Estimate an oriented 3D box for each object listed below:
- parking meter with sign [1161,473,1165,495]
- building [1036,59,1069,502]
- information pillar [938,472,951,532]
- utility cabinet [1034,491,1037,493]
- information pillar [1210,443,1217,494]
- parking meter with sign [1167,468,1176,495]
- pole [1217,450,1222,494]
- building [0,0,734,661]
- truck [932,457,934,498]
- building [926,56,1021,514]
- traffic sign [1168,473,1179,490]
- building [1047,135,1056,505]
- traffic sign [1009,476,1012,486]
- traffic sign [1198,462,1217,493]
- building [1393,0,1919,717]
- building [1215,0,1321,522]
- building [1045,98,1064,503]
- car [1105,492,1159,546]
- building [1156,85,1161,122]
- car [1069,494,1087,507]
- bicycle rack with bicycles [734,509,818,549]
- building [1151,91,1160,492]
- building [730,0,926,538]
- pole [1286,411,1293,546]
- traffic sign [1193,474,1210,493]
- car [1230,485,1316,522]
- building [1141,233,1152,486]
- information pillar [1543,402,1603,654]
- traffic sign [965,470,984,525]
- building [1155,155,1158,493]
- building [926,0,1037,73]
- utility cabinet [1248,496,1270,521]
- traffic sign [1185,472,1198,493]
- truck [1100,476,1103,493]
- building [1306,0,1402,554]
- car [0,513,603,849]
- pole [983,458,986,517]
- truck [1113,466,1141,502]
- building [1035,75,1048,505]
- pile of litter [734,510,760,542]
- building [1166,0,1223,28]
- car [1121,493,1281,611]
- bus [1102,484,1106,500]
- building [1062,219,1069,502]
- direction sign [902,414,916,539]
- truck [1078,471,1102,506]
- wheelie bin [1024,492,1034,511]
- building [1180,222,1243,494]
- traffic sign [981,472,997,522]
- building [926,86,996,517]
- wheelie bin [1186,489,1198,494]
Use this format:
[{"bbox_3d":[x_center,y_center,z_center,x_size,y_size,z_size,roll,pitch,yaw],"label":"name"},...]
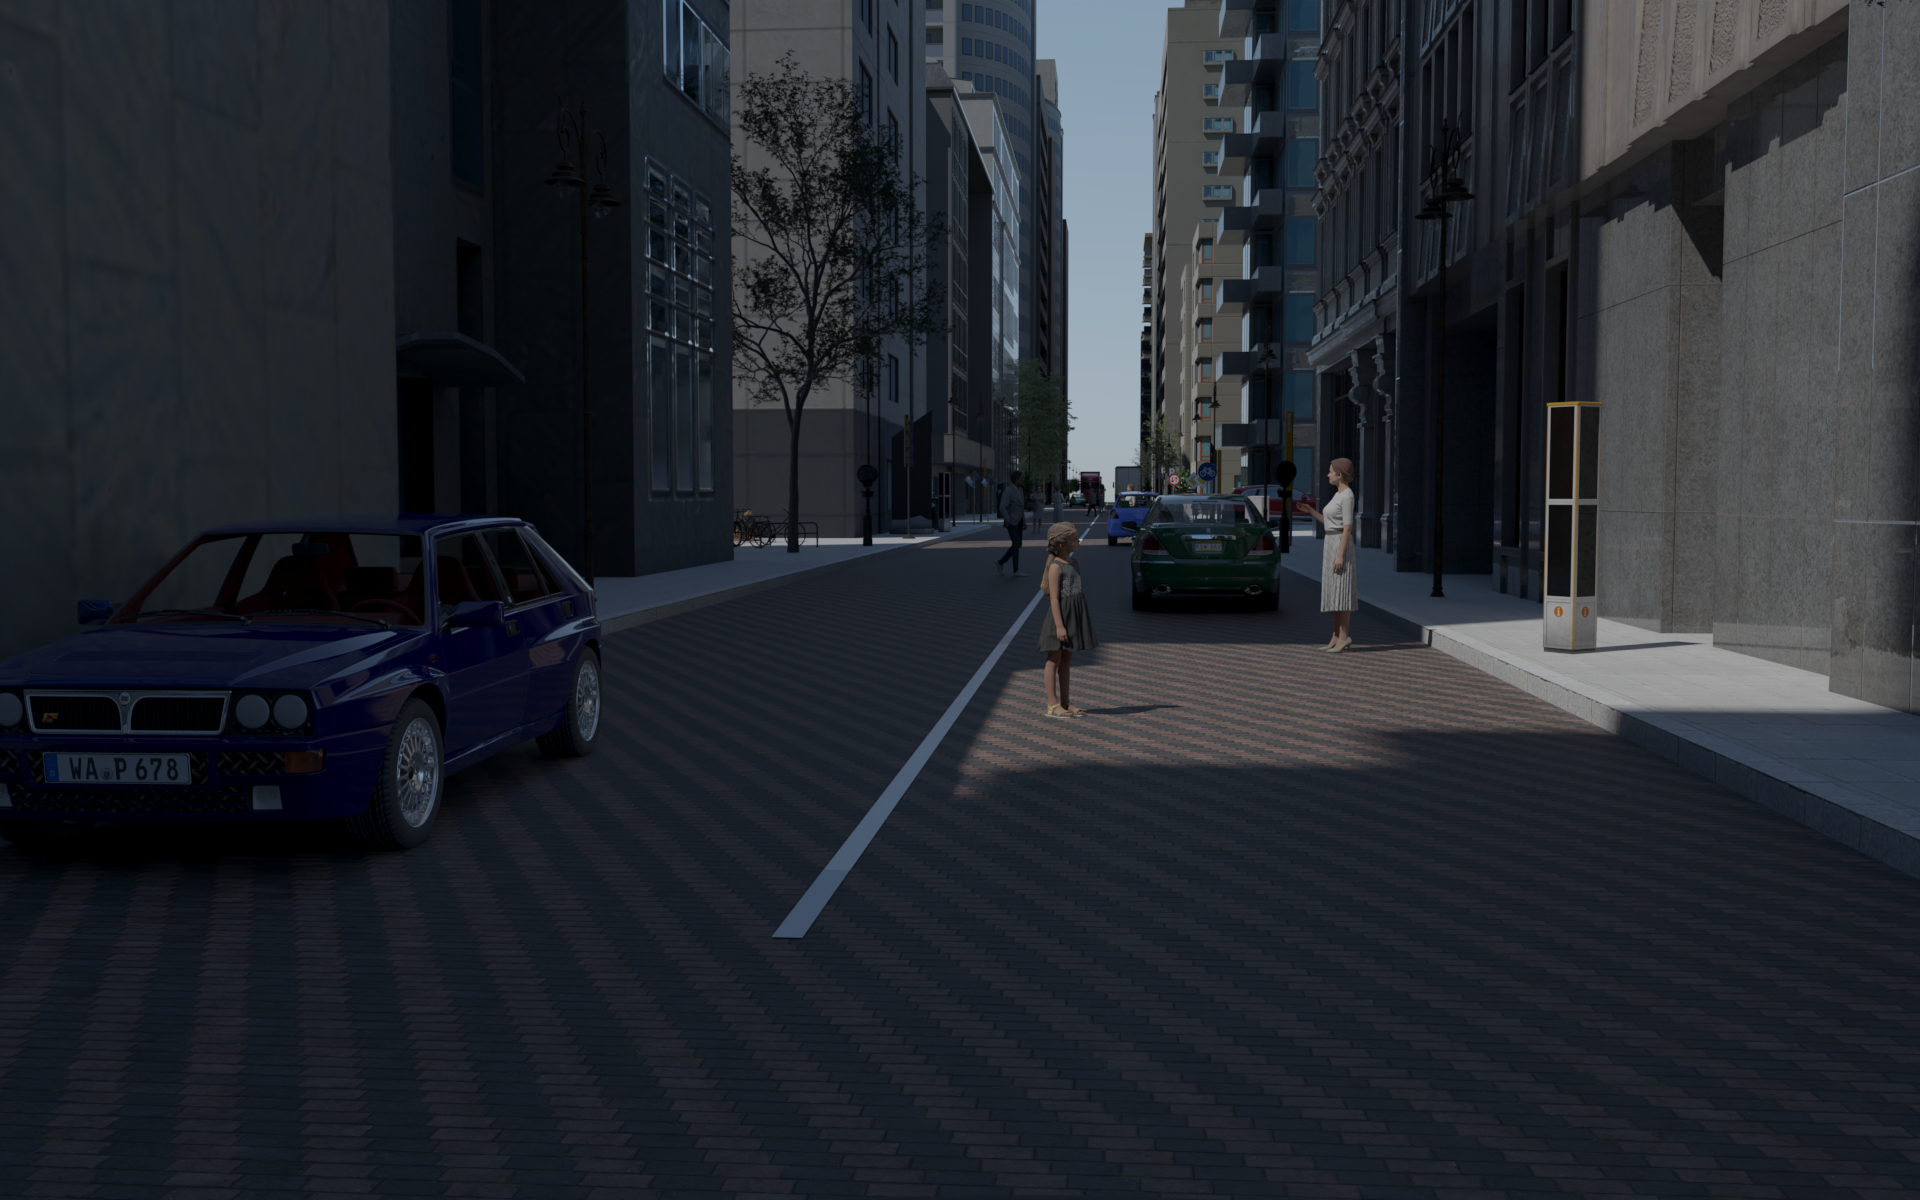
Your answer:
[{"bbox_3d":[17.579,-9.003,143.458,1.738,3.016,0.543,-1,4,-20],"label":"parking meter with sign"},{"bbox_3d":[8.193,-52.138,290.713,20.563,71.187,20.611,0,4,5],"label":"building"},{"bbox_3d":[-0.530,-3.290,58.284,0.304,2.012,0.304,-3,5,-43],"label":"information pillar"},{"bbox_3d":[6.207,-8.538,148.269,0.318,1.500,1.173,-2,4,-34],"label":"utility cabinet"},{"bbox_3d":[11.494,-5.340,78.667,0.183,3.616,0.504,-2,4,-24],"label":"information pillar"},{"bbox_3d":[14.443,-7.267,115.074,0.543,3.016,1.738,-1,4,-21],"label":"parking meter with sign"},{"bbox_3d":[11.997,-5.278,80.140,0.158,3.312,0.155,0,3,0],"label":"pole"},{"bbox_3d":[-14.884,-43.041,16.393,22.319,86.520,31.000,0,4,5],"label":"building"},{"bbox_3d":[-9.880,-5.240,75.428,18.799,4.110,2.967,0,4,4],"label":"truck"},{"bbox_3d":[-1.990,-21.237,124.711,11.434,29.767,29.804,0,4,5],"label":"building"},{"bbox_3d":[13.232,-6.532,106.909,0.768,2.556,0.104,1,4,14],"label":"traffic sign"},{"bbox_3d":[4.511,-34.350,211.735,14.600,45.320,14.200,0,4,5],"label":"building"},{"bbox_3d":[3.099,-5.977,99.857,0.606,2.300,0.079,1,4,11],"label":"traffic sign"},{"bbox_3d":[9.848,-4.211,68.954,0.768,2.556,0.104,1,4,9],"label":"traffic sign"},{"bbox_3d":[12.309,-12.210,17.658,12.078,24.808,19.932,0,4,5],"label":"building"},{"bbox_3d":[28.322,-28.552,86.439,30.456,49.044,23.786,0,4,5],"label":"building"},{"bbox_3d":[4.045,-43.473,252.776,21.231,58.520,28.212,0,4,5],"label":"building"},{"bbox_3d":[5.078,-2.425,49.245,1.945,1.707,3.694,0,4,6],"label":"car"},{"bbox_3d":[38.671,-38.095,212.084,28.713,52.752,27.495,0,4,5],"label":"building"},{"bbox_3d":[12.893,-11.065,189.709,1.959,1.807,4.718,0,4,5],"label":"car"},{"bbox_3d":[-4.892,-1.733,41.713,2.925,0.926,2.852,-3,5,-45],"label":"bicycle rack with bicycles"},{"bbox_3d":[38.599,-43.484,252.958,21.231,58.520,28.212,0,4,5],"label":"building"},{"bbox_3d":[-12.296,-37.967,59.009,20.611,71.187,20.563,0,4,5],"label":"building"},{"bbox_3d":[8.133,-2.995,42.806,0.158,3.312,0.155,0,3,0],"label":"pole"},{"bbox_3d":[9.887,-4.096,70.618,0.795,2.450,0.064,0,4,5],"label":"traffic sign"},{"bbox_3d":[13.811,-3.981,73.770,5.304,1.827,2.281,0,4,6],"label":"car"},{"bbox_3d":[40.736,-38.361,281.824,22.147,44.769,28.867,0,4,5],"label":"building"},{"bbox_3d":[4.943,-0.581,13.987,0.304,2.012,0.304,-2,4,-32],"label":"information pillar"},{"bbox_3d":[0.582,-4.148,71.464,0.795,2.450,0.064,0,4,5],"label":"traffic sign"},{"bbox_3d":[32.325,-34.525,188.178,21.300,48.544,21.600,0,4,5],"label":"building"},{"bbox_3d":[-3.730,-38.319,168.510,21.231,58.520,28.212,0,4,5],"label":"building"},{"bbox_3d":[9.394,-2.669,54.804,0.306,1.237,1.020,-1,4,-21],"label":"utility cabinet"},{"bbox_3d":[10.596,-4.583,78.571,0.795,2.450,0.064,0,4,5],"label":"traffic sign"},{"bbox_3d":[21.302,-17.536,275.632,2.839,4.237,11.283,0,4,3],"label":"truck"},{"bbox_3d":[14.506,-12.046,47.856,10.553,20.767,40.483,0,4,5],"label":"building"},{"bbox_3d":[-2.965,0.264,8.257,1.945,1.354,3.894,0,4,4],"label":"car"},{"bbox_3d":[1.421,-6.419,98.792,0.158,3.312,0.155,0,3,0],"label":"pole"},{"bbox_3d":[17.191,-11.575,178.159,2.839,4.237,11.283,0,4,4],"label":"truck"},{"bbox_3d":[-1.277,-34.853,193.555,21.300,48.544,21.600,0,4,5],"label":"building"},{"bbox_3d":[-6.060,-2.039,47.300,1.176,0.858,1.719,0,4,-6],"label":"pile of litter"},{"bbox_3d":[30.249,-33.212,166.717,21.300,48.544,21.600,0,4,5],"label":"building"},{"bbox_3d":[3.176,-0.673,22.799,2.131,1.459,4.920,0,4,6],"label":"car"},{"bbox_3d":[23.799,-18.652,299.813,2.948,3.499,13.247,0,4,5],"label":"bus"},{"bbox_3d":[10.010,-38.152,273.899,14.600,45.320,14.200,0,4,5],"label":"building"},{"bbox_3d":[-1.466,-3.525,49.625,0.379,3.537,0.876,1,4,14],"label":"direction sign"},{"bbox_3d":[16.242,-13.898,216.150,2.839,4.237,11.283,0,4,5],"label":"truck"},{"bbox_3d":[5.357,-7.621,132.509,0.693,1.594,0.980,-1,4,-23],"label":"wheelie bin"},{"bbox_3d":[30.187,-17.030,123.475,27.650,21.520,28.899,0,4,5],"label":"building"},{"bbox_3d":[1.290,-4.635,79.418,0.795,2.450,0.064,0,4,5],"label":"traffic sign"},{"bbox_3d":[-6.167,-16.892,95.243,14.314,24.678,30.058,0,4,5],"label":"building"},{"bbox_3d":[13.807,-5.814,102.964,0.693,1.594,0.980,-3,5,-39],"label":"wheelie bin"}]
